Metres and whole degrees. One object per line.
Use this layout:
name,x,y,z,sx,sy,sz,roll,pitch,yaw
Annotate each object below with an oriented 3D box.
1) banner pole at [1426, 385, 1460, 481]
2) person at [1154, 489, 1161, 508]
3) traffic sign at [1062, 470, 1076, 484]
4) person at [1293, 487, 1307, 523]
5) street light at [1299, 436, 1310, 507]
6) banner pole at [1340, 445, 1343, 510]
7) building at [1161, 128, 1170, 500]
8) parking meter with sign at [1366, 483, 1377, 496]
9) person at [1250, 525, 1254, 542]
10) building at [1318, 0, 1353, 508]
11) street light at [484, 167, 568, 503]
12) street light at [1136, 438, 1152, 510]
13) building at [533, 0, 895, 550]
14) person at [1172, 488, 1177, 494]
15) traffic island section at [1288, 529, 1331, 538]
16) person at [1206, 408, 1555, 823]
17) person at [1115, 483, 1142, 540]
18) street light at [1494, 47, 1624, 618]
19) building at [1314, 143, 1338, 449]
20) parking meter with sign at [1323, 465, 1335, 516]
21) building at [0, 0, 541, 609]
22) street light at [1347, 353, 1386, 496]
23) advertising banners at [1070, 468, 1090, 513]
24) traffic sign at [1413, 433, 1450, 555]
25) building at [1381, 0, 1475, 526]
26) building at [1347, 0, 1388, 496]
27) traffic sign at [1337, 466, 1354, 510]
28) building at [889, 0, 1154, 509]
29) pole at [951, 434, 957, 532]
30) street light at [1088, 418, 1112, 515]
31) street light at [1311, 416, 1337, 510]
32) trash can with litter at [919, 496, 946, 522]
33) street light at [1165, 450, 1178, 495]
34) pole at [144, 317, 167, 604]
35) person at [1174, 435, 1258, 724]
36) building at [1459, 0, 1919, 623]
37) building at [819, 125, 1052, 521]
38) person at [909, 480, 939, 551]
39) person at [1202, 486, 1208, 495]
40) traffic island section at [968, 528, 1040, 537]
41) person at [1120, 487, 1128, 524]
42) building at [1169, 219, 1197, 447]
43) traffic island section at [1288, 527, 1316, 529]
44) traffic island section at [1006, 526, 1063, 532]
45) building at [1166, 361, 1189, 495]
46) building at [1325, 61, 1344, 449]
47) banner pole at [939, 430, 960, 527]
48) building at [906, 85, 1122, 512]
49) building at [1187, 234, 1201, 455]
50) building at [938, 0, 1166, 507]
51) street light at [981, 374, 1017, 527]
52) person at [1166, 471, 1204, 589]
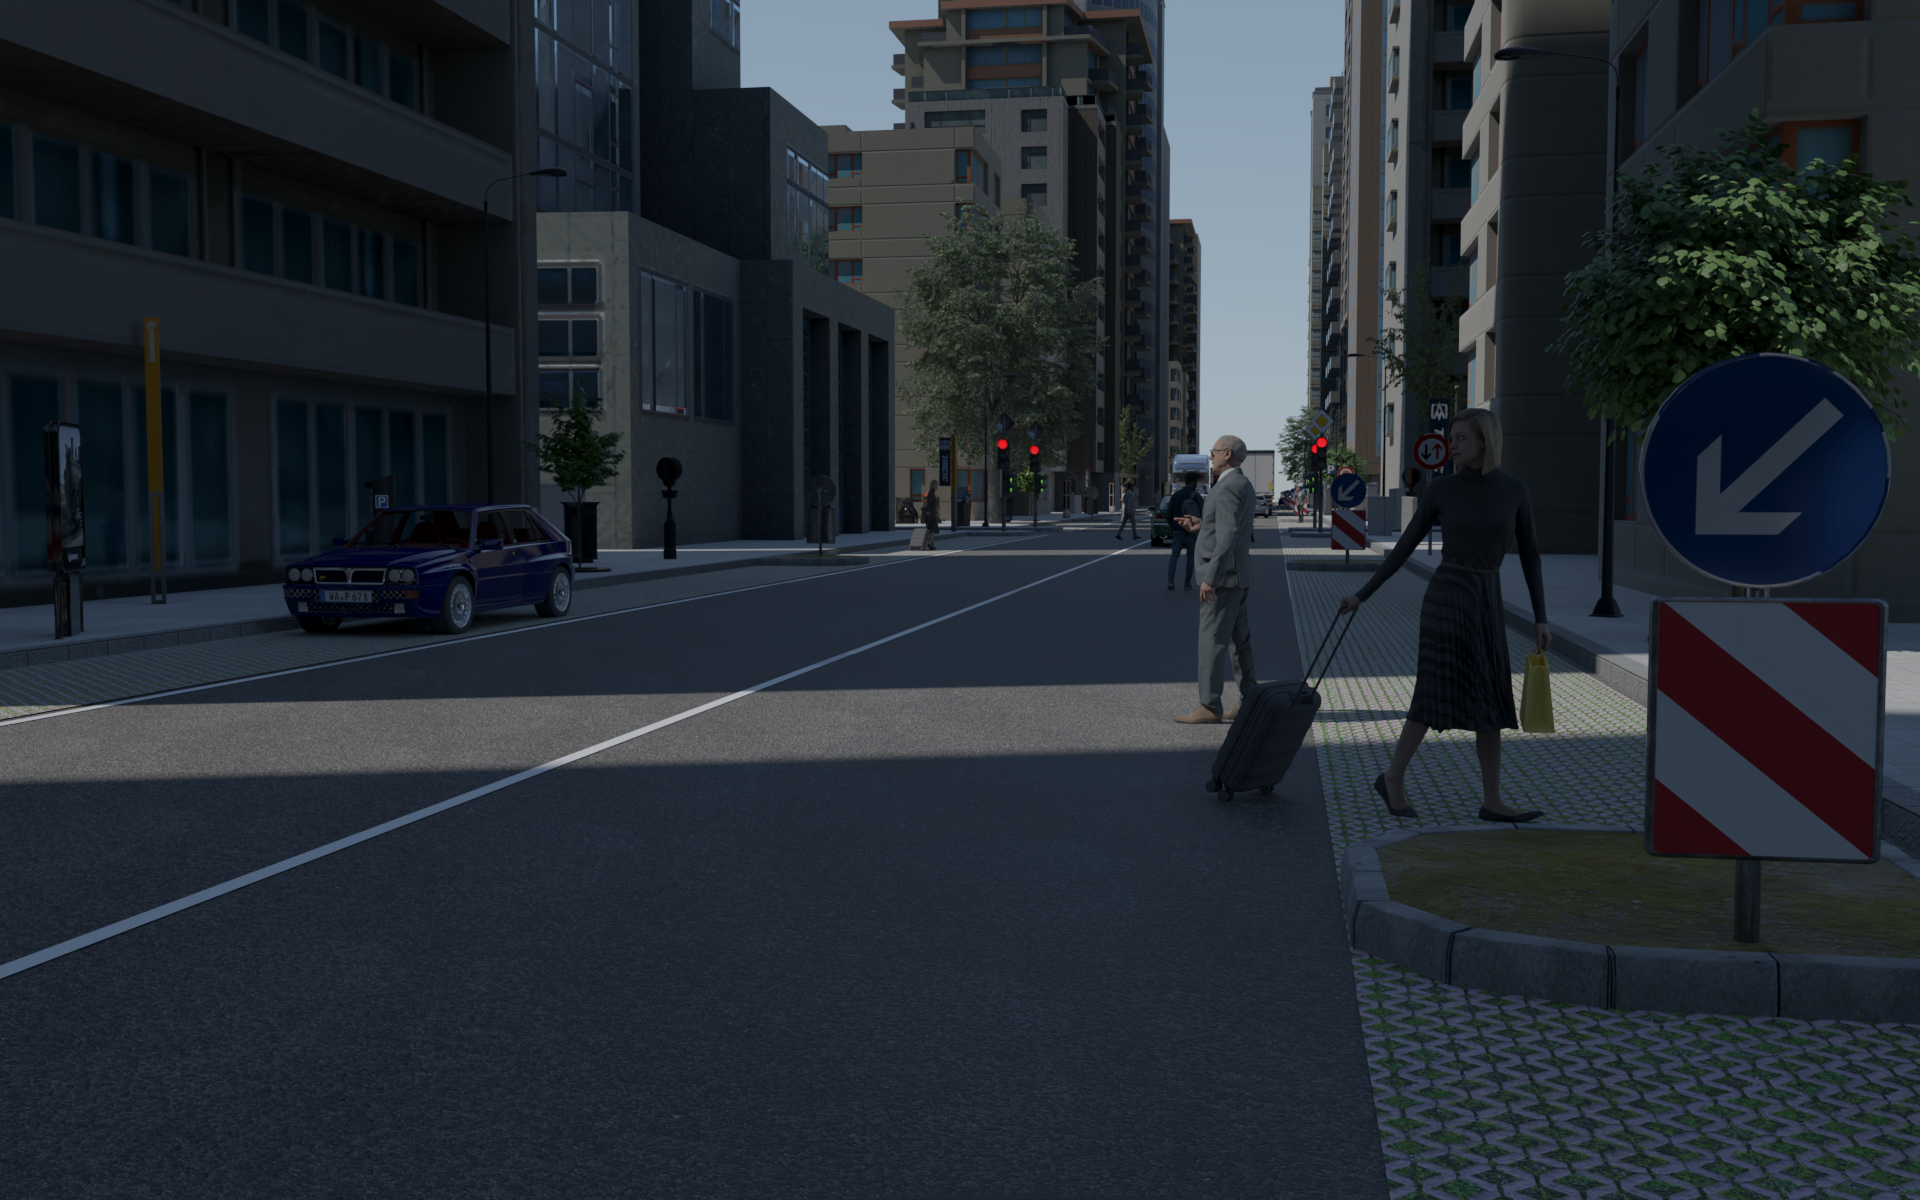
banner pole,11.196,-3.053,39.934,0.863,3.779,0.401,0,4,2
person,14.187,-7.087,124.559,0.511,1.800,0.466,1,4,20
traffic sign,5.802,-5.665,92.733,0.768,2.556,0.104,1,4,20
person,16.777,-4.693,85.415,0.473,1.802,0.592,-3,5,-40
street light,28.175,-10.183,139.028,1.470,5.913,1.316,1,4,10
banner pole,19.613,-6.060,89.100,0.401,3.779,0.863,1,4,13
building,17.466,-33.979,205.674,14.600,45.320,14.200,1,4,10
parking meter with sign,27.553,-7.316,115.880,1.738,3.016,0.543,0,4,0
person,8.498,-2.641,51.649,0.622,1.834,0.822,0,4,0
building,42.849,-43.831,154.893,20.563,71.187,20.611,1,4,10
street light,-6.266,-3.201,24.873,1.470,5.913,1.316,1,4,10
street light,15.308,-10.464,143.633,1.470,5.913,1.316,1,4,10
building,-19.506,-45.086,49.820,31.000,86.520,22.319,1,4,10
person,11.964,-5.369,96.764,0.782,1.767,0.515,1,4,11
traffic island section,12.004,-2.159,57.579,2.009,0.180,2.903,1,4,10
person,1.927,0.057,7.784,1.509,1.804,0.699,3,5,44
person,5.287,-2.788,54.351,0.850,1.792,0.678,-1,4,-18
street light,6.248,-2.785,18.080,1.470,5.913,1.316,1,4,10
building,49.517,-31.804,203.596,14.154,41.232,14.086,1,4,10
parking meter with sign,22.153,-6.601,104.194,0.543,3.016,1.738,0,4,3
building,-19.898,-24.321,21.352,21.300,48.544,21.600,1,4,10
street light,13.459,-5.177,57.191,1.470,5.913,1.316,1,4,10
advertising banners,8.094,-7.389,116.991,0.090,3.025,2.074,3,5,44
traffic sign,9.881,-2.216,36.337,0.768,2.556,0.104,1,4,12
building,29.718,-27.632,75.483,21.600,48.544,21.300,1,4,10
building,36.367,-29.278,128.805,14.600,45.320,14.200,1,4,10
traffic sign,17.610,-4.831,79.092,0.768,2.556,0.104,1,4,12
building,5.839,-30.736,157.163,22.147,44.769,28.867,1,4,10
pole,-0.208,-3.974,58.813,0.158,3.312,0.155,0,3,0
street light,8.573,-8.164,106.020,1.470,5.913,1.316,1,4,10
street light,21.327,-7.843,100.777,1.470,5.913,1.316,1,4,10
trash can with litter,-1.463,-4.293,81.255,1.678,1.210,2.233,3,4,37
street light,22.170,-12.804,181.882,1.470,5.913,1.316,1,4,10
pole,-9.349,-1.607,20.118,0.158,3.312,0.155,0,3,0
person,1.606,-0.138,10.934,0.590,1.801,0.661,1,4,20
building,24.157,-11.223,28.538,27.650,21.520,28.899,1,4,10
building,-10.359,-15.495,98.381,27.650,21.520,28.899,1,4,10
person,-0.872,-2.152,43.896,0.699,1.804,1.509,2,4,29
person,12.411,-4.823,87.314,0.822,1.834,0.622,1,4,9
traffic island section,1.484,-2.275,59.481,2.009,0.180,2.903,1,4,10
person,7.900,-4.566,83.706,0.362,1.759,0.519,-1,4,-22
building,25.203,-37.570,268.893,22.147,44.769,28.867,1,4,10
traffic island section,13.426,-2.640,65.437,2.009,0.180,2.903,1,4,10
traffic island section,2.906,-2.756,67.339,2.009,0.180,2.903,1,4,10
building,17.243,-24.263,241.742,27.650,21.520,28.899,1,4,10
building,49.790,-34.288,180.216,23.786,49.044,30.456,1,4,10
banner pole,-0.425,-4.726,67.289,0.863,3.779,0.401,1,4,12
building,4.170,-21.708,126.627,14.160,30.474,14.107,1,4,10
building,32.887,-39.096,289.332,14.600,45.320,14.200,1,4,10
building,10.269,-39.331,185.059,21.231,58.520,28.212,1,4,10
street light,1.530,-5.798,67.342,1.470,5.913,1.316,1,4,10
person,3.398,-1.051,26.034,0.623,1.781,0.721,1,4,14
